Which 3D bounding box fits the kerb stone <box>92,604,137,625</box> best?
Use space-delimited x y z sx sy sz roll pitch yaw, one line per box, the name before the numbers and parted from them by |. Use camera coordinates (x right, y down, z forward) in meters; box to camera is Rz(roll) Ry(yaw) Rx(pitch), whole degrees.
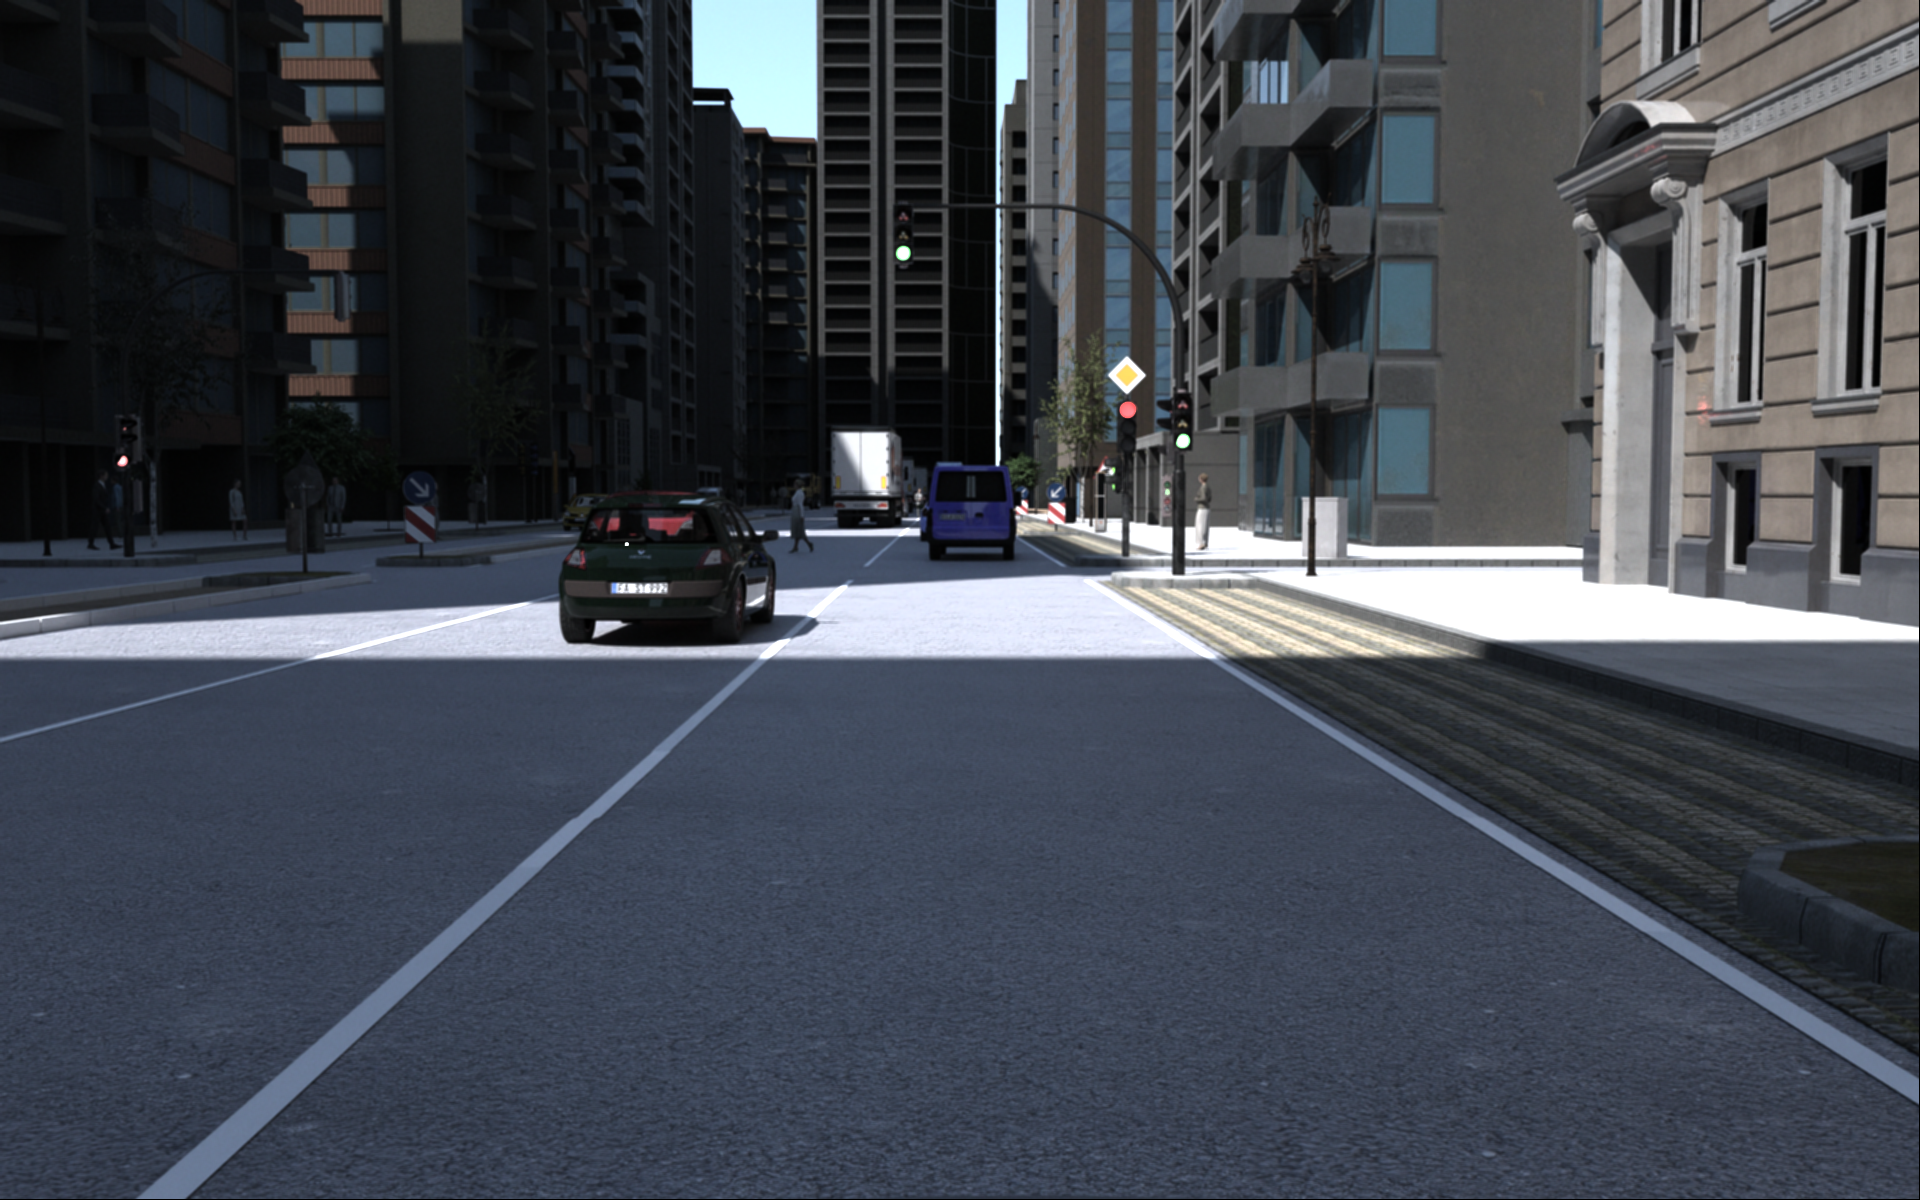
kerb stone | -9.536 0.172 19.385 0.120 0.150 1.000 0 4 0

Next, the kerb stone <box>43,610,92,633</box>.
kerb stone | -9.536 0.234 18.363 0.120 0.150 1.000 0 4 0

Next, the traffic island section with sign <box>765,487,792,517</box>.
traffic island section with sign | -11.309 -6.237 110.103 2.006 1.907 1.989 0 4 0

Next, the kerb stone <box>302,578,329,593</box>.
kerb stone | -9.588 -0.204 25.537 0.120 0.150 1.000 0 4 0

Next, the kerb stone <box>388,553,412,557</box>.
kerb stone | -11.781 -0.866 36.356 0.120 0.150 1.000 0 4 0

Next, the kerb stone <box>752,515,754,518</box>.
kerb stone | -12.286 -4.814 100.912 0.120 0.150 1.000 0 4 0

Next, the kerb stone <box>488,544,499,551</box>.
kerb stone | -11.835 -1.306 43.542 0.120 0.150 1.000 0 4 0

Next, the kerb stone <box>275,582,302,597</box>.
kerb stone | -9.588 -0.141 24.505 0.120 0.150 1.000 0 4 0

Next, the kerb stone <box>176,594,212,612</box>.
kerb stone | -9.560 0.047 21.434 0.120 0.150 1.000 0 4 0

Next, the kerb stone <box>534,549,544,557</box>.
kerb stone | -9.702 -1.054 39.440 0.120 0.150 1.000 0 4 0

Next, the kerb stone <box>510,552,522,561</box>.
kerb stone | -9.691 -0.923 37.381 0.120 0.150 1.000 0 4 0

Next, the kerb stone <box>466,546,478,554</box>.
kerb stone | -11.814 -1.181 41.497 0.120 0.150 1.000 0 4 0

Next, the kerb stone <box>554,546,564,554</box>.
kerb stone | -9.715 -1.180 41.495 0.120 0.150 1.000 0 4 0

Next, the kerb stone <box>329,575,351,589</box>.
kerb stone | -9.607 -0.267 26.564 0.120 0.150 1.000 0 4 0

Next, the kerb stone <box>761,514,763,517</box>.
kerb stone | -12.328 -5.128 106.041 0.120 0.150 1.000 0 4 0

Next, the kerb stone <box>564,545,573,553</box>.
kerb stone | -9.732 -1.243 42.517 0.120 0.150 1.000 0 4 0

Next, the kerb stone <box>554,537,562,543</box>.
kerb stone | -11.887 -1.743 50.707 0.120 0.150 1.000 0 4 0

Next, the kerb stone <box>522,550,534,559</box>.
kerb stone | -9.692 -0.987 38.412 0.120 0.150 1.000 0 4 0

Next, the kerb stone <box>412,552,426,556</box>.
kerb stone | -11.788 -0.929 37.386 0.120 0.150 1.000 0 4 0

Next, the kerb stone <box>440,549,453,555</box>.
kerb stone | -11.804 -1.051 39.437 0.120 0.150 1.000 0 4 0

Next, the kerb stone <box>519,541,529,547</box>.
kerb stone | -11.862 -1.493 46.610 0.120 0.150 1.000 0 4 0

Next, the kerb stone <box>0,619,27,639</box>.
kerb stone | -9.532 0.297 17.341 0.120 0.150 1.000 0 4 0

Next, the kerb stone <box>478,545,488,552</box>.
kerb stone | -11.836 -1.243 42.520 0.120 0.150 1.000 0 4 0

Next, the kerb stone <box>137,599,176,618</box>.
kerb stone | -9.552 0.109 20.412 0.120 0.150 1.000 0 4 0

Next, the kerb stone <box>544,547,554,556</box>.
kerb stone | -9.711 -1.118 40.467 0.120 0.150 1.000 0 4 0

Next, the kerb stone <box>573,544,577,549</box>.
kerb stone | -9.732 -1.302 43.540 0.120 0.150 1.000 0 4 0

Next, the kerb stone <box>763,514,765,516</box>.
kerb stone | -12.335 -5.191 107.070 0.120 0.150 1.000 0 4 0

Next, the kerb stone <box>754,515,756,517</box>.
kerb stone | -12.297 -4.876 101.935 0.120 0.150 1.000 0 4 0

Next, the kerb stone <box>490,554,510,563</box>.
kerb stone | -9.683 -0.864 36.358 0.120 0.150 1.000 0 4 0

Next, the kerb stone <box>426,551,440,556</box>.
kerb stone | -11.797 -0.991 38.415 0.120 0.150 1.000 0 4 0

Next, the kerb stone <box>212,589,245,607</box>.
kerb stone | -9.570 -0.016 22.456 0.120 0.150 1.000 0 4 0

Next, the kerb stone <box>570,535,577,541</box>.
kerb stone | -11.914 -1.867 52.756 0.120 0.150 1.000 0 4 0

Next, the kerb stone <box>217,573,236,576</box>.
kerb stone | -11.710 -0.328 27.566 0.120 0.150 1.000 0 4 0

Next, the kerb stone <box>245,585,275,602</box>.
kerb stone | -9.584 -0.079 23.481 0.120 0.150 1.000 0 4 0

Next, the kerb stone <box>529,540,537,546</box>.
kerb stone | -11.871 -1.550 47.640 0.120 0.150 1.000 0 4 0

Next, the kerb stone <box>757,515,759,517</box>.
kerb stone | -12.315 -5.002 103.989 0.120 0.150 1.000 0 4 0

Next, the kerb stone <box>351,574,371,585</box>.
kerb stone | -9.615 -0.322 27.586 0.120 0.150 1.000 0 4 0

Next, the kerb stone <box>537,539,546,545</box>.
kerb stone | -11.870 -1.617 48.662 0.120 0.150 1.000 0 4 0

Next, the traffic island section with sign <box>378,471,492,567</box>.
traffic island section with sign | -10.704 -1.641 34.967 2.006 1.907 1.989 0 4 0

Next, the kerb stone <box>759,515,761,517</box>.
kerb stone | -12.320 -5.062 105.012 0.120 0.150 1.000 0 4 0

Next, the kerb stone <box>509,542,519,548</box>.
kerb stone | -11.854 -1.426 45.587 0.120 0.150 1.000 0 4 0

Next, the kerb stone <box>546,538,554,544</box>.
kerb stone | -11.885 -1.676 49.685 0.120 0.150 1.000 0 4 0

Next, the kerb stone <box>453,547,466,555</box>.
kerb stone | -11.812 -1.117 40.463 0.120 0.150 1.000 0 4 0

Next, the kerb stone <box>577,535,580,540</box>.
kerb stone | -11.911 -1.932 53.778 0.120 0.150 1.000 0 4 0

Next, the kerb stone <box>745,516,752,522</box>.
kerb stone | -12.286 -4.752 99.889 0.120 0.150 1.000 0 4 0

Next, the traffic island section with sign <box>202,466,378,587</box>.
traffic island section with sign | -10.655 -1.188 27.560 2.006 1.907 1.989 0 4 0

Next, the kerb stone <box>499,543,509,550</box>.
kerb stone | -11.849 -1.368 44.564 0.120 0.150 1.000 0 4 0

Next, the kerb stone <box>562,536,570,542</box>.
kerb stone | -11.901 -1.806 51.730 0.120 0.150 1.000 0 4 0
